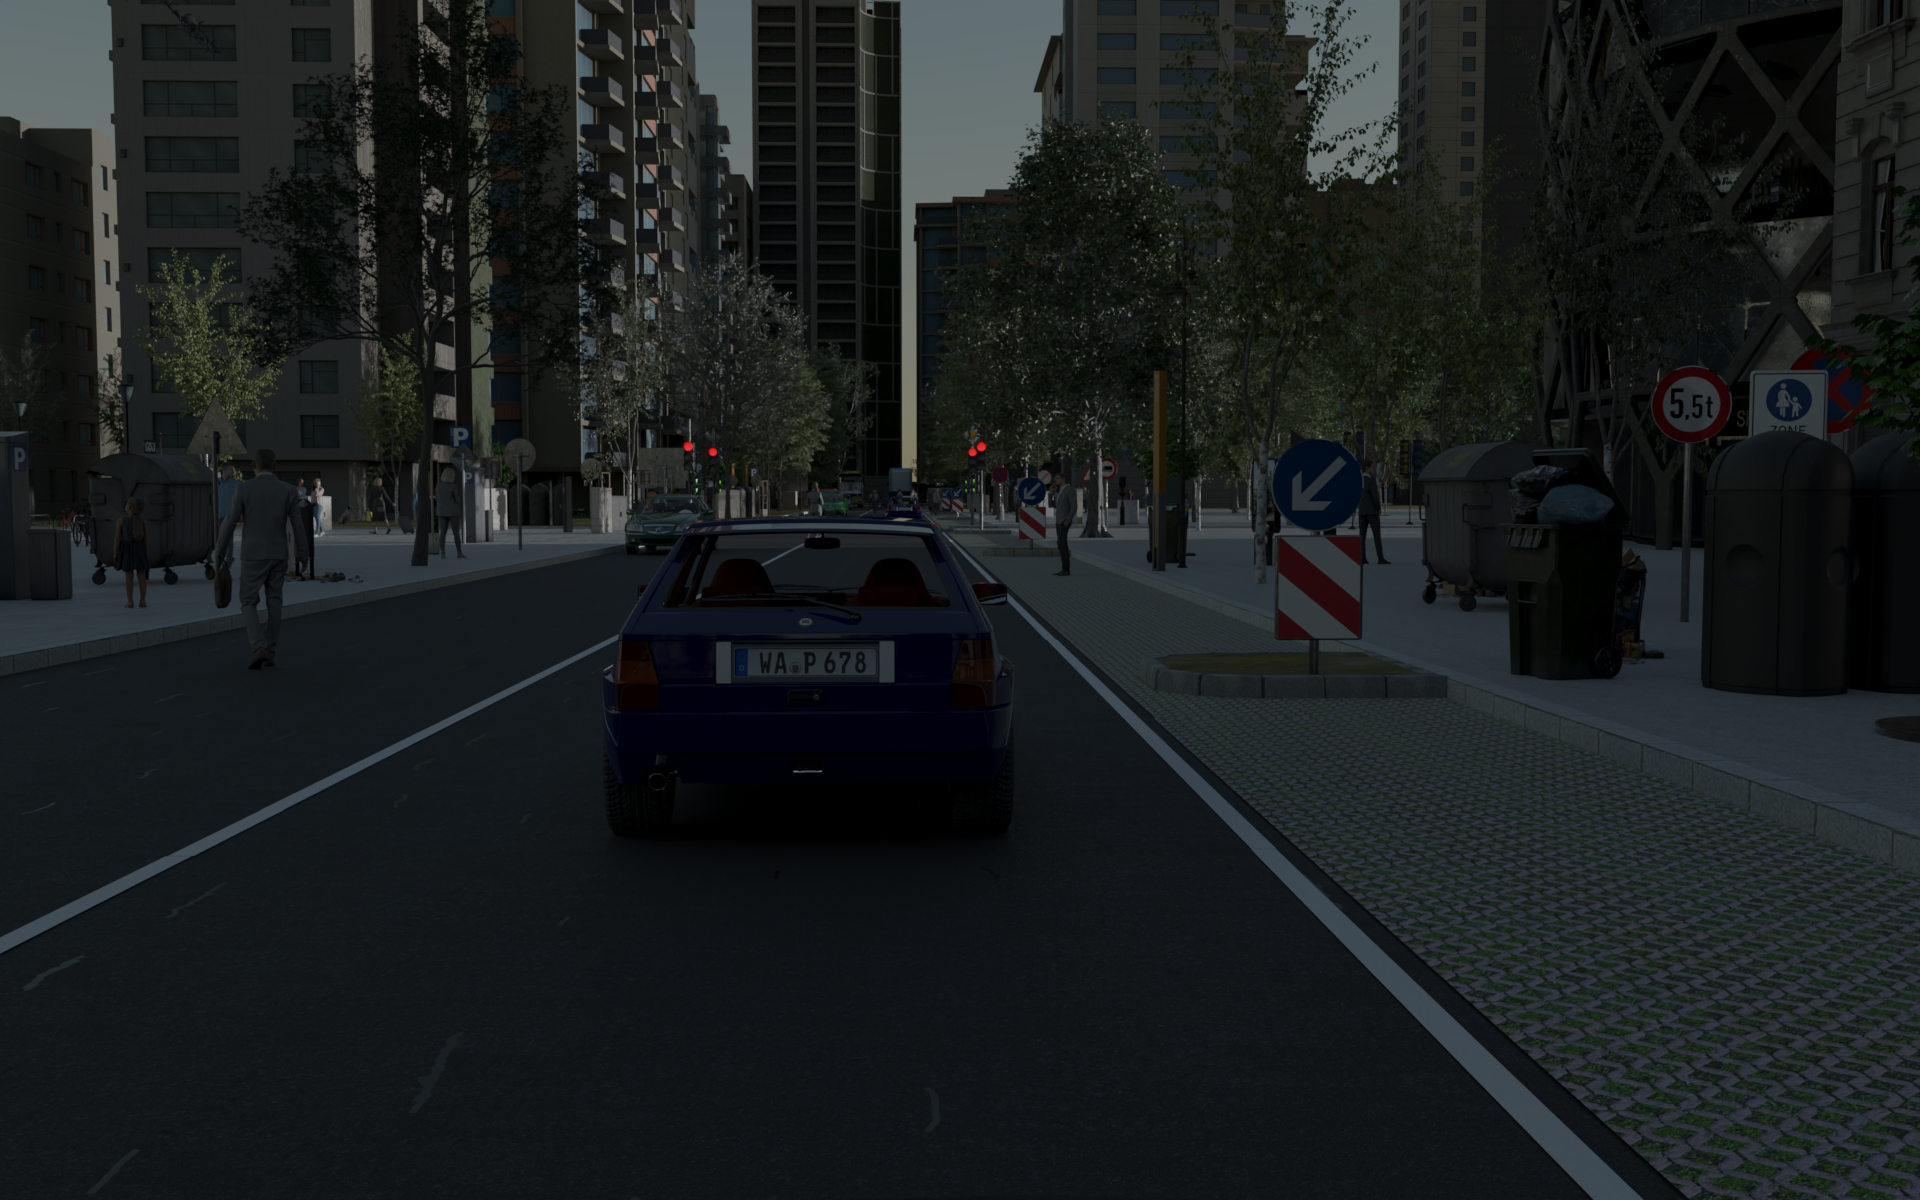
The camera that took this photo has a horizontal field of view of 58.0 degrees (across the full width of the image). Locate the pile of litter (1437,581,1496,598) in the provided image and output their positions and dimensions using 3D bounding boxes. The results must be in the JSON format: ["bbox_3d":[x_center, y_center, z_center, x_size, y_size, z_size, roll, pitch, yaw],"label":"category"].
[{"bbox_3d":[6.645,-0.496,22.069,1.719,0.858,1.176,-1,4,-19],"label":"pile of litter"}]

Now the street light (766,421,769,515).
[{"bbox_3d":[-11.542,-8.031,104.089,0.468,5.910,1.993,0,4,-2],"label":"street light"}]

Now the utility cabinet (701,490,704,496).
[{"bbox_3d":[-14.070,-5.460,97.945,1.173,1.500,0.318,2,4,24],"label":"utility cabinet"}]

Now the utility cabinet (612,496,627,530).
[{"bbox_3d":[-12.390,-3.120,62.177,1.020,1.237,0.306,-2,4,-32],"label":"utility cabinet"}]

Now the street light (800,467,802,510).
[{"bbox_3d":[-12.505,-9.979,135.942,0.468,5.910,1.993,0,4,-2],"label":"street light"}]

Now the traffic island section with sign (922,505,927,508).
[{"bbox_3d":[-2.783,-10.032,172.655,1.989,1.847,2.006,0,4,-2],"label":"traffic island section with sign"}]

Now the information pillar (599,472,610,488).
[{"bbox_3d":[-11.941,-3.285,58.195,0.304,2.012,0.304,-2,4,-31],"label":"information pillar"}]

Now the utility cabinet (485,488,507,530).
[{"bbox_3d":[-16.313,-3.167,60.464,0.318,1.500,1.173,2,4,26],"label":"utility cabinet"}]

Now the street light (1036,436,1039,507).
[{"bbox_3d":[2.782,-5.472,62.252,0.468,5.910,1.993,0,4,-2],"label":"street light"}]

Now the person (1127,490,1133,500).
[{"bbox_3d":[15.122,-8.951,153.856,0.593,1.643,0.415,0,4,7],"label":"person"}]

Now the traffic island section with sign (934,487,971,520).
[{"bbox_3d":[-0.265,-5.305,95.362,1.989,1.847,2.006,0,4,-2],"label":"traffic island section with sign"}]

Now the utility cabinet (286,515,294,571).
[{"bbox_3d":[-11.315,-1.076,28.758,0.306,1.237,1.020,-1,4,-9],"label":"utility cabinet"}]

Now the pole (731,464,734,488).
[{"bbox_3d":[-15.200,-7.461,115.834,0.158,3.312,0.155,0,3,0],"label":"pole"}]

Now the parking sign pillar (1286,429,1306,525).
[{"bbox_3d":[14.164,-5.058,71.177,1.447,3.967,1.447,2,4,31],"label":"parking sign pillar"}]

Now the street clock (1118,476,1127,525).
[{"bbox_3d":[6.642,-4.052,70.821,0.358,2.002,0.471,1,4,14],"label":"street clock"}]

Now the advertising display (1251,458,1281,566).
[{"bbox_3d":[5.501,-1.584,31.116,0.123,1.923,0.974,-1,4,-15],"label":"advertising display"}]

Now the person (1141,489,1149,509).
[{"bbox_3d":[16.496,-8.956,152.430,1.348,1.831,0.705,-2,4,-27],"label":"person"}]

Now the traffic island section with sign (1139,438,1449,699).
[{"bbox_3d":[2.395,-0.268,13.003,1.989,1.847,2.006,0,4,-2],"label":"traffic island section with sign"}]

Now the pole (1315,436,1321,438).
[{"bbox_3d":[12.549,-4.091,60.730,0.158,3.312,0.155,0,3,0],"label":"pole"}]

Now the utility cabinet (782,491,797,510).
[{"bbox_3d":[-13.627,-7.948,138.629,1.173,1.500,0.318,1,4,20],"label":"utility cabinet"}]

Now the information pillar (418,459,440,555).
[{"bbox_3d":[-11.225,-1.966,36.628,0.304,2.012,0.304,1,4,10],"label":"information pillar"}]

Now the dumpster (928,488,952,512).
[{"bbox_3d":[-1.431,-7.136,124.882,1.865,1.857,1.264,0,4,-1],"label":"dumpster"}]

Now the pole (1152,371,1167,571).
[{"bbox_3d":[3.319,-2.138,28.800,0.158,3.312,0.155,0,3,0],"label":"pole"}]

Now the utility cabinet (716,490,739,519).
[{"bbox_3d":[-12.023,-4.957,89.725,1.173,1.500,0.318,-2,4,-32],"label":"utility cabinet"}]

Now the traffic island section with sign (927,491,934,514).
[{"bbox_3d":[-1.143,-6.953,122.303,1.989,1.847,2.006,0,4,-2],"label":"traffic island section with sign"}]

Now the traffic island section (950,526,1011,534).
[{"bbox_3d":[0.783,-2.478,62.795,2.009,0.180,2.903,0,4,-2],"label":"traffic island section"}]

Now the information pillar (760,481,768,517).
[{"bbox_3d":[-10.695,-5.499,94.395,0.304,2.012,0.304,-3,4,-37],"label":"information pillar"}]

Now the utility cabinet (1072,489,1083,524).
[{"bbox_3d":[4.697,-3.922,72.811,0.318,1.500,1.173,-2,4,-30],"label":"utility cabinet"}]

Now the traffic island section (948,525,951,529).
[{"bbox_3d":[0.525,-2.966,70.776,2.009,0.180,2.903,0,4,-2],"label":"traffic island section"}]

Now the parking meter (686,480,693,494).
[{"bbox_3d":[-11.391,-4.131,73.252,0.399,1.863,0.255,-1,4,-9],"label":"parking meter"}]

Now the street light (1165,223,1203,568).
[{"bbox_3d":[3.859,-3.493,29.896,0.468,5.910,1.993,0,4,-2],"label":"street light"}]

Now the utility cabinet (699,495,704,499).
[{"bbox_3d":[-12.974,-4.638,87.001,0.306,1.237,1.020,0,4,3],"label":"utility cabinet"}]

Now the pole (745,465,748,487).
[{"bbox_3d":[-14.990,-7.815,121.625,0.158,3.312,0.155,0,3,0],"label":"pole"}]

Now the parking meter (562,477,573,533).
[{"bbox_3d":[-13.118,-3.191,57.890,0.255,1.863,0.399,-2,4,-24],"label":"parking meter"}]

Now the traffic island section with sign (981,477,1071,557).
[{"bbox_3d":[1.511,-1.935,40.264,1.989,1.847,2.006,0,4,-2],"label":"traffic island section with sign"}]

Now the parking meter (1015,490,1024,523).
[{"bbox_3d":[2.658,-4.201,77.094,0.372,1.533,0.369,0,3,0],"label":"parking meter"}]

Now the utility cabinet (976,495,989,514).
[{"bbox_3d":[1.497,-6.263,113.559,0.306,1.237,1.020,-3,5,-39],"label":"utility cabinet"}]

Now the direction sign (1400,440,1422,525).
[{"bbox_3d":[18.828,-4.917,72.386,0.876,3.537,0.379,1,4,11],"label":"direction sign"}]

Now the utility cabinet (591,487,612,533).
[{"bbox_3d":[-11.728,-2.938,56.722,0.318,1.500,1.173,0,4,8],"label":"utility cabinet"}]

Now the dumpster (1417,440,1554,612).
[{"bbox_3d":[6.021,-0.842,19.524,1.264,1.857,1.865,0,4,-2],"label":"dumpster"}]

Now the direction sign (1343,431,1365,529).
[{"bbox_3d":[14.271,-4.330,62.796,0.876,3.537,0.379,3,5,44],"label":"direction sign"}]

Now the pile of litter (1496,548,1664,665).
[{"bbox_3d":[5.030,0.004,13.892,1.176,0.858,1.719,2,4,23],"label":"pile of litter"}]

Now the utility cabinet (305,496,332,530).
[{"bbox_3d":[-22.746,-3.067,61.313,0.306,1.237,1.020,2,4,29],"label":"utility cabinet"}]

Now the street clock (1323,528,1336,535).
[{"bbox_3d":[6.225,-1.502,29.135,0.471,2.002,0.358,3,4,36],"label":"street clock"}]

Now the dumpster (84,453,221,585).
[{"bbox_3d":[-11.685,-1.183,25.106,1.264,1.857,1.865,0,4,-2],"label":"dumpster"}]

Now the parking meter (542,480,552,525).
[{"bbox_3d":[-17.247,-4.072,72.292,0.399,1.863,0.255,0,4,7],"label":"parking meter"}]

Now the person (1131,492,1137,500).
[{"bbox_3d":[15.391,-8.917,155.063,0.991,1.433,0.599,-1,4,-22],"label":"person"}]

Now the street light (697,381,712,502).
[{"bbox_3d":[-10.464,-6.007,71.000,0.468,5.910,1.993,0,4,-2],"label":"street light"}]
